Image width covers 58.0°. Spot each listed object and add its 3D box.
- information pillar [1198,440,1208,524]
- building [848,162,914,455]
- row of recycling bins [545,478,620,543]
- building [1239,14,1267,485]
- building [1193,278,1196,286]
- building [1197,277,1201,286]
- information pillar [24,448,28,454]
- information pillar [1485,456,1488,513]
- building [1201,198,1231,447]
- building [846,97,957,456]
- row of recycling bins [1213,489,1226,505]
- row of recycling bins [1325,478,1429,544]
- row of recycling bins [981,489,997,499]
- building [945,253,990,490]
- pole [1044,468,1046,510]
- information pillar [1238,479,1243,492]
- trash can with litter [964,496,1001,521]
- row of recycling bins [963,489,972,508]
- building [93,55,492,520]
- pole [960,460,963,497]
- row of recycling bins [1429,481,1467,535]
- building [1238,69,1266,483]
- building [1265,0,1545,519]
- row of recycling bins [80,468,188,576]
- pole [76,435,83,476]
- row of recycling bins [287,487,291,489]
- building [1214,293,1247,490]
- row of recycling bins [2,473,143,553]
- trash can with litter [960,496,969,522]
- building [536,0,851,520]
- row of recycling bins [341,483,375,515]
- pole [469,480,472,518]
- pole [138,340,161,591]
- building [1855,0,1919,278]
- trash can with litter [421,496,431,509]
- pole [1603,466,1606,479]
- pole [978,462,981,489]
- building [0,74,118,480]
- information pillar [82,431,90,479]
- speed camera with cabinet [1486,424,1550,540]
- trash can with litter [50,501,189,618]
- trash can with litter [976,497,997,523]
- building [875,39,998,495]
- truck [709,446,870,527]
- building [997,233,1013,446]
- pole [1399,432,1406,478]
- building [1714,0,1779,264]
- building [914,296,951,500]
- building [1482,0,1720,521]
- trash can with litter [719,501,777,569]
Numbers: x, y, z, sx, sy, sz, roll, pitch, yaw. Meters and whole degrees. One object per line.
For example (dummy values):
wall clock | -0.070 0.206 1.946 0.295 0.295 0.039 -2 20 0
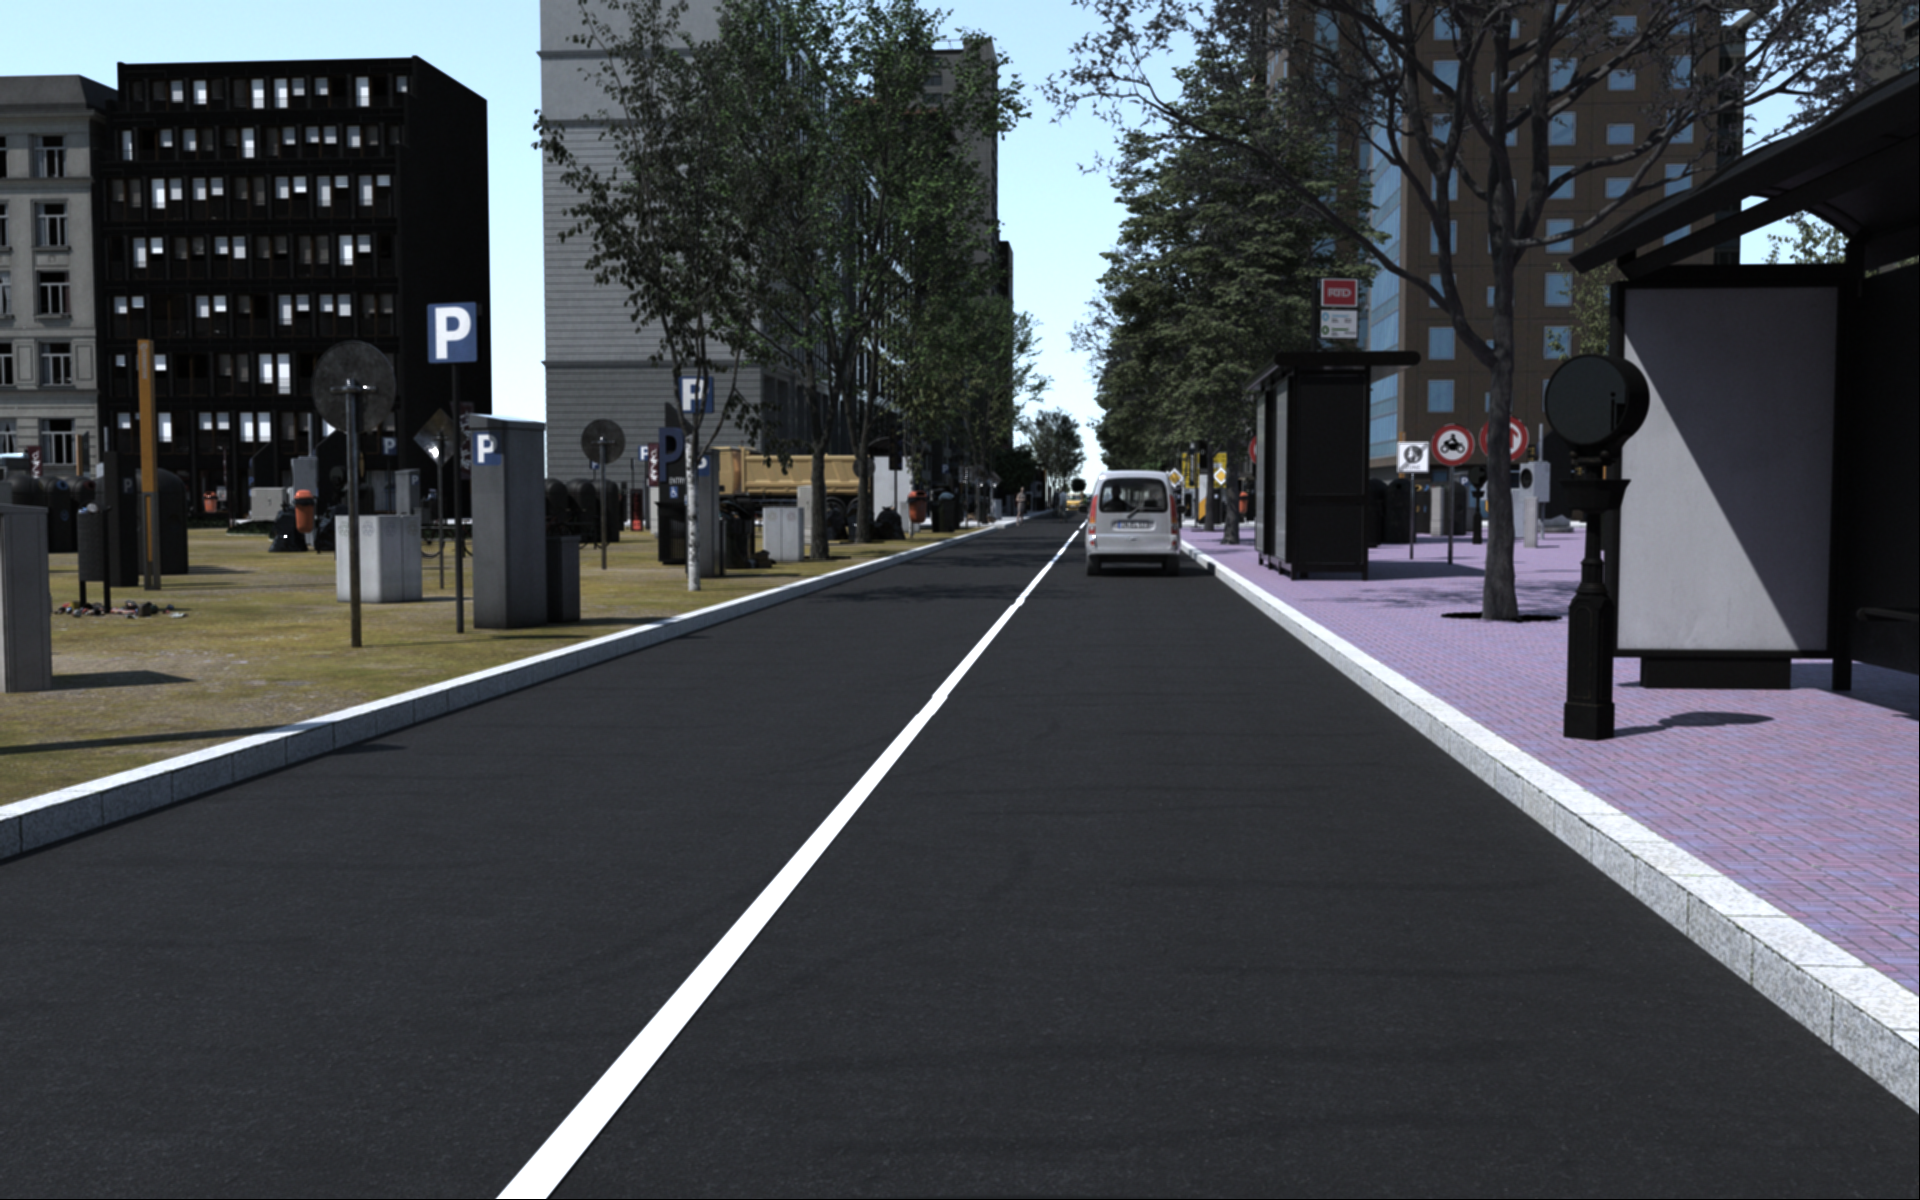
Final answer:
information pillar | 10.333 -5.007 73.218 0.504 3.616 0.183 1 4 14
building | -14.959 -20.066 132.601 19.350 26.468 34.151 0 4 5
row of recycling bins | -10.303 -2.329 45.187 1.069 1.692 3.534 3 4 36
building | 42.036 -46.518 198.821 20.563 71.187 20.611 0 4 5
building | 46.939 -37.594 298.262 14.154 41.232 14.086 0 4 5
building | 45.913 -38.768 283.967 14.600 45.320 14.200 0 4 5
information pillar | -47.603 -5.954 88.703 0.504 3.616 0.183 -3 5 -44
information pillar | 23.144 -5.142 75.422 0.504 3.616 0.183 -1 4 -17
building | 48.141 -39.269 265.746 21.300 48.544 21.600 0 4 5
building | -12.001 -32.975 193.771 22.147 44.769 28.867 0 4 5
row of recycling bins | 20.417 -7.889 136.101 3.534 1.692 1.069 1 4 13
row of recycling bins | 10.587 -2.391 46.208 1.069 1.692 3.534 -3 5 -44
row of recycling bins | 2.270 -7.546 130.491 1.069 1.692 3.534 -1 4 -18
building | -11.215 -34.562 256.970 32.217 40.220 23.993 0 4 5
pole | 6.750 -8.812 137.921 0.158 3.312 0.155 0 3 0
information pillar | 13.494 -4.858 83.918 0.304 2.012 0.304 -1 4 -13
trash can with litter | 0.822 -4.375 82.581 2.233 1.210 1.678 0 4 5
row of recycling bins | 0.521 -8.345 143.553 1.069 1.692 3.534 0 4 2
building | -34.960 -16.077 92.540 15.834 23.373 12.332 0 4 5
pole | 0.070 -6.693 103.269 0.158 3.312 0.155 0 3 0
row of recycling bins | 15.406 -2.970 55.673 1.069 1.692 3.534 0 4 -2
building | 40.022 -31.828 175.016 22.147 44.769 28.867 0 4 5
building | 26.387 -27.910 106.446 14.600 45.320 14.200 0 4 5
row of recycling bins | -13.627 -1.319 28.686 1.069 1.692 3.534 -2 4 -35
pole | -30.255 -4.019 59.560 0.158 3.312 0.155 0 3 0
row of recycling bins | -31.314 -4.768 85.067 3.534 1.692 1.069 -3 4 -37
building | 43.365 -29.137 248.093 14.160 30.474 14.107 0 4 5
row of recycling bins | -19.944 -1.925 38.583 1.069 1.692 3.534 1 4 12
trash can with litter | -0.081 -4.178 79.698 0.624 1.170 1.055 1 4 20
building | -13.989 -19.749 100.383 11.434 29.767 29.804 0 4 5
row of recycling bins | -22.329 -3.503 64.383 1.069 1.692 3.534 -1 4 -13
pole | -26.689 -6.158 94.527 0.158 3.312 0.155 0 3 0
pole | -10.773 -1.784 23.011 0.158 3.312 0.155 0 3 0
building | 58.781 -28.460 89.015 21.600 48.544 21.300 0 4 5
trash can with litter | -16.825 -2.702 55.241 1.678 1.210 2.233 0 4 -2
pole | 20.351 -3.728 54.799 0.158 3.312 0.155 0 3 0
pole | 1.224 -7.059 109.265 0.158 3.312 0.155 0 3 0
building | -58.024 -16.154 97.397 30.059 22.955 16.112 0 4 5
information pillar | -32.324 -4.438 63.923 0.183 3.616 0.504 2 4 29
speed camera with cabinet | 15.953 -3.365 49.355 0.660 3.252 2.038 -1 4 -17
trash can with litter | -9.110 -0.450 18.414 2.233 1.210 1.678 2 4 35
trash can with litter | 1.215 -4.101 78.434 1.055 1.170 0.624 3 5 42
building | -2.237 -51.358 277.954 20.563 71.187 20.611 0 4 5
truck | -7.381 -4.564 70.543 9.791 3.379 3.469 0 4 5
building | 1.816 -39.551 296.761 14.600 45.320 14.200 0 4 5
pole | 14.548 -3.864 57.025 0.158 3.312 0.155 0 3 0
building | 41.731 -27.010 133.489 32.217 40.220 23.993 0 4 5
building | -15.907 -19.623 165.880 27.650 21.520 28.899 0 4 5
building | 28.937 -26.795 88.211 14.200 45.320 14.600 0 4 5
trash can with litter | -3.721 -1.127 29.806 1.055 1.170 0.624 -3 5 -44
